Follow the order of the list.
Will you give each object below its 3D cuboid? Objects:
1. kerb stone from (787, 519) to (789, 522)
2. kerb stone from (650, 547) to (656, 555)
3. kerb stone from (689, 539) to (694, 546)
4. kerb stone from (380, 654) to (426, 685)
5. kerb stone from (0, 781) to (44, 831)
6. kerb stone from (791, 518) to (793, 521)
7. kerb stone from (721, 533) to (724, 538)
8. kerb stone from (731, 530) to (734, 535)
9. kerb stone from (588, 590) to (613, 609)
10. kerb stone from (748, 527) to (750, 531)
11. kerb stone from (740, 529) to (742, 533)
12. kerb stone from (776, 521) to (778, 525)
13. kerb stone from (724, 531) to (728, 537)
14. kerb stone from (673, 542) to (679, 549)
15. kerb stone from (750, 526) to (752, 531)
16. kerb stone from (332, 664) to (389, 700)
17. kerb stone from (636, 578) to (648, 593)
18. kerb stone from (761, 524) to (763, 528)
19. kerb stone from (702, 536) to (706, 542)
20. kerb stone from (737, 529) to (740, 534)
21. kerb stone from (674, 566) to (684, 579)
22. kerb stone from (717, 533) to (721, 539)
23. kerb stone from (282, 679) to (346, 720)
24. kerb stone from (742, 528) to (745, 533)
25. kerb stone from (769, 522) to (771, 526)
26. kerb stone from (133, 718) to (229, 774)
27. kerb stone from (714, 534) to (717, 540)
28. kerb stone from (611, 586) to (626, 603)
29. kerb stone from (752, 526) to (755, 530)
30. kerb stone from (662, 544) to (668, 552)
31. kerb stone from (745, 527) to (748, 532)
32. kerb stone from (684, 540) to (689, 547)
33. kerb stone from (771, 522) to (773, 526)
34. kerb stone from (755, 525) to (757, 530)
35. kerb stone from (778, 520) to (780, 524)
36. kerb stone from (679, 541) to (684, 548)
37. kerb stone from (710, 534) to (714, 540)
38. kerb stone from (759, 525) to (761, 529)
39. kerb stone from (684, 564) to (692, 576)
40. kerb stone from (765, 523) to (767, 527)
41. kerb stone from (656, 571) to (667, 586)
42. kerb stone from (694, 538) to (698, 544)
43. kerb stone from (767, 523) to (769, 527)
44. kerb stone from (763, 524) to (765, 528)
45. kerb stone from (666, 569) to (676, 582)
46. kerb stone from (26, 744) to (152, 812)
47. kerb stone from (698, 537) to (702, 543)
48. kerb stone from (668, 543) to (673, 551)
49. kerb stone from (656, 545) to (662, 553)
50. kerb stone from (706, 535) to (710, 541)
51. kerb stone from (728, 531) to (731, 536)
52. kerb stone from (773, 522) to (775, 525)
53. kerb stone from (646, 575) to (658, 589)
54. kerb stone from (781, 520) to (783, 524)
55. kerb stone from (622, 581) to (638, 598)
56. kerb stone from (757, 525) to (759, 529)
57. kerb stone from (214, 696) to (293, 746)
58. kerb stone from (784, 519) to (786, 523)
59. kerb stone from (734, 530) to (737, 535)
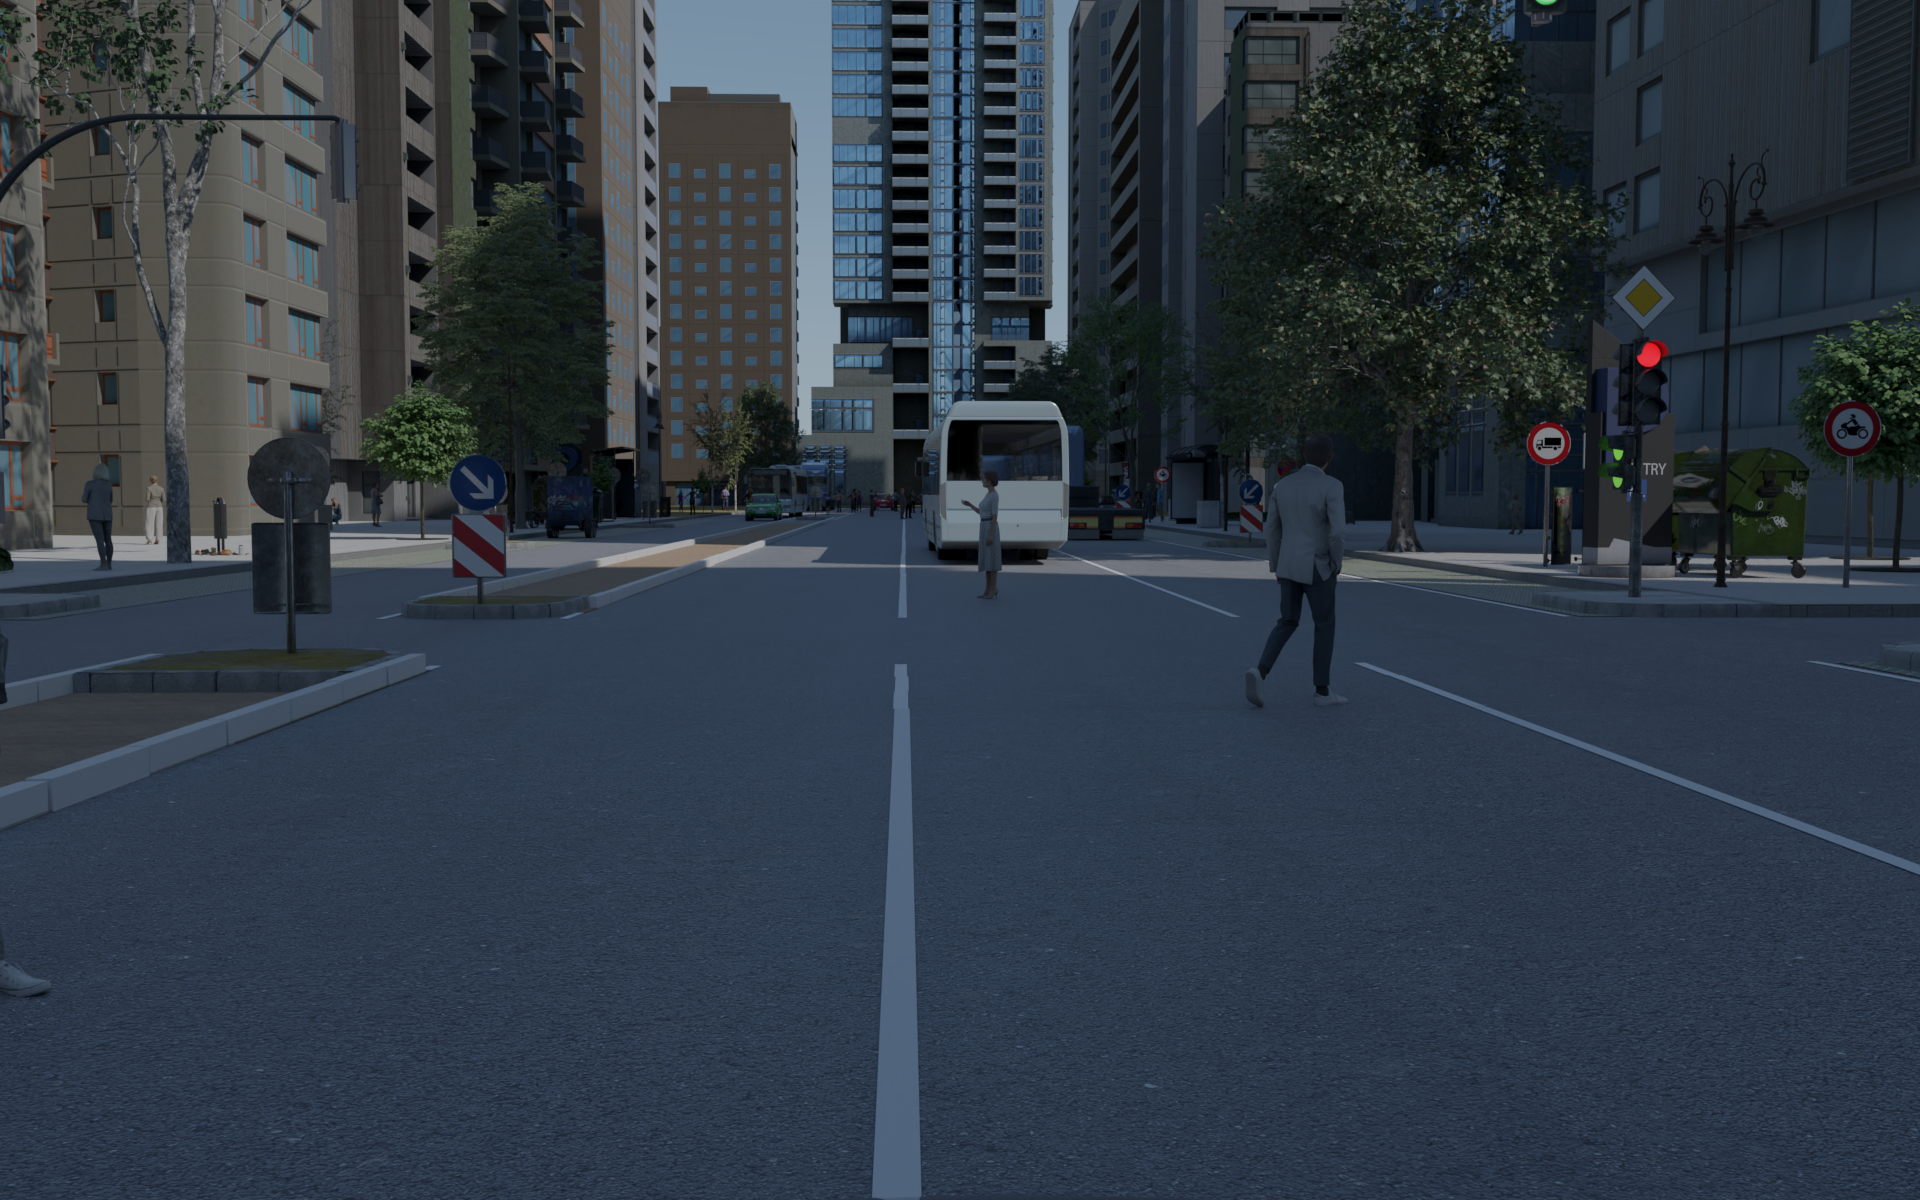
[{"bbox_3d":[-8.785,-3.942,86.648,0.120,0.150,1.000,0,4,-2],"label":"kerb stone"},{"bbox_3d":[-7.301,-1.122,40.544,0.120,0.150,1.000,0,4,-2],"label":"kerb stone"},{"bbox_3d":[-7.533,-1.560,47.724,0.120,0.150,1.000,0,4,-2],"label":"kerb stone"},{"bbox_3d":[-4.340,0.537,13.423,0.120,0.150,1.000,0,4,-2],"label":"kerb stone"},{"bbox_3d":[-4.142,0.920,7.282,0.120,0.150,1.000,0,4,-2],"label":"kerb stone"},{"bbox_3d":[-8.895,-4.130,89.725,0.120,0.150,1.000,0,4,-2],"label":"kerb stone"},{"bbox_3d":[-7.801,-2.062,55.908,0.120,0.150,1.000,0,4,-2],"label":"kerb stone"},{"bbox_3d":[-7.897,-2.250,58.984,0.120,0.150,1.000,0,4,-2],"label":"kerb stone"},{"bbox_3d":[-4.617,0.001,22.174,0.120,0.150,1.000,0,4,-2],"label":"kerb stone"},{"bbox_3d":[-8.101,-2.626,65.129,0.120,0.150,1.000,0,4,-2],"label":"kerb stone"},{"bbox_3d":[-8.000,-2.438,62.058,0.120,0.150,1.000,0,4,-2],"label":"kerb stone"},{"bbox_3d":[-8.556,-3.503,79.469,0.120,0.150,1.000,0,4,-2],"label":"kerb stone"},{"bbox_3d":[-7.834,-2.123,56.936,0.120,0.150,1.000,0,4,-2],"label":"kerb stone"},{"bbox_3d":[-7.444,-1.373,44.639,0.120,0.150,1.000,0,4,-2],"label":"kerb stone"},{"bbox_3d":[-8.134,-2.688,66.151,0.120,0.150,1.000,0,4,-2],"label":"kerb stone"},{"bbox_3d":[-4.315,0.599,12.398,0.120,0.150,1.000,0,4,-2],"label":"kerb stone"},{"bbox_3d":[-4.718,-0.186,25.262,0.120,0.150,1.000,0,4,-2],"label":"kerb stone"},{"bbox_3d":[-8.300,-3.002,71.271,0.120,0.150,1.000,0,4,-2],"label":"kerb stone"},{"bbox_3d":[-7.633,-1.749,50.796,0.120,0.150,1.000,0,4,-2],"label":"kerb stone"},{"bbox_3d":[-7.964,-2.372,61.032,0.120,0.150,1.000,0,4,-2],"label":"kerb stone"},{"bbox_3d":[-4.846,-0.439,29.371,0.120,0.150,1.000,0,4,-2],"label":"kerb stone"},{"bbox_3d":[-7.770,-1.999,54.886,0.120,0.150,1.000,0,4,-2],"label":"kerb stone"},{"bbox_3d":[-4.274,0.665,11.369,0.120,0.150,1.000,0,4,-2],"label":"kerb stone"},{"bbox_3d":[-8.030,-2.501,63.080,0.120,0.150,1.000,0,4,-2],"label":"kerb stone"},{"bbox_3d":[-8.427,-3.247,75.374,0.120,0.150,1.000,0,4,-2],"label":"kerb stone"},{"bbox_3d":[-4.206,0.787,9.326,0.120,0.150,1.000,0,4,-2],"label":"kerb stone"},{"bbox_3d":[-7.736,-1.936,53.865,0.120,0.150,1.000,0,4,-2],"label":"kerb stone"},{"bbox_3d":[-4.648,-0.056,23.205,0.120,0.150,1.000,0,4,-2],"label":"kerb stone"},{"bbox_3d":[-8.164,-2.750,67.184,0.120,0.150,1.000,0,4,-2],"label":"kerb stone"},{"bbox_3d":[-7.371,-1.248,42.594,0.120,0.150,1.000,0,4,-2],"label":"kerb stone"},{"bbox_3d":[-8.064,-2.561,64.107,0.120,0.150,1.000,0,4,-2],"label":"kerb stone"},{"bbox_3d":[-7.504,-1.496,46.694,0.120,0.150,1.000,0,4,-2],"label":"kerb stone"},{"bbox_3d":[-8.456,-3.311,76.396,0.120,0.150,1.000,0,4,-2],"label":"kerb stone"},{"bbox_3d":[-8.194,-2.814,68.205,0.120,0.150,1.000,0,4,-2],"label":"kerb stone"},{"bbox_3d":[-8.593,-3.566,80.493,0.120,0.150,1.000,0,4,-2],"label":"kerb stone"},{"bbox_3d":[-7.476,-1.435,45.665,0.120,0.150,1.000,0,4,-2],"label":"kerb stone"},{"bbox_3d":[-7.699,-1.874,52.843,0.120,0.150,1.000,0,4,-2],"label":"kerb stone"},{"bbox_3d":[-8.269,-2.938,70.250,0.120,0.150,1.000,0,4,-2],"label":"kerb stone"},{"bbox_3d":[-4.875,-0.502,30.400,0.120,0.150,1.000,0,4,-2],"label":"kerb stone"},{"bbox_3d":[-8.361,-3.123,73.316,0.120,0.150,1.000,0,4,-2],"label":"kerb stone"},{"bbox_3d":[-4.783,-0.313,27.309,0.120,0.150,1.000,0,4,-2],"label":"kerb stone"},{"bbox_3d":[-7.573,-1.619,48.748,0.120,0.150,1.000,0,4,-2],"label":"kerb stone"},{"bbox_3d":[-8.398,-3.189,74.338,0.120,0.150,1.000,0,4,-2],"label":"kerb stone"},{"bbox_3d":[-8.329,-3.062,72.294,0.120,0.150,1.000,0,4,-2],"label":"kerb stone"},{"bbox_3d":[-4.813,-0.376,28.341,0.120,0.150,1.000,0,4,-2],"label":"kerb stone"},{"bbox_3d":[-4.166,0.850,8.305,0.120,0.150,1.000,0,4,-2],"label":"kerb stone"},{"bbox_3d":[-7.604,-1.687,49.772,0.120,0.150,1.000,0,4,-2],"label":"kerb stone"},{"bbox_3d":[-7.408,-1.310,43.617,0.120,0.150,1.000,0,4,-2],"label":"kerb stone"},{"bbox_3d":[-7.340,-1.181,41.566,0.120,0.150,1.000,0,4,-2],"label":"kerb stone"},{"bbox_3d":[-7.666,-1.810,51.821,0.120,0.150,1.000,0,4,-2],"label":"kerb stone"},{"bbox_3d":[-7.865,-2.181,57.963,0.120,0.150,1.000,0,4,-2],"label":"kerb stone"},{"bbox_3d":[-8.494,-3.378,77.423,0.120,0.150,1.000,0,4,-2],"label":"kerb stone"},{"bbox_3d":[-4.748,-0.250,26.284,0.120,0.150,1.000,0,4,-2],"label":"kerb stone"},{"bbox_3d":[-8.650,-3.687,82.546,0.120,0.150,1.000,0,4,-2],"label":"kerb stone"},{"bbox_3d":[-4.681,-0.124,24.227,0.120,0.150,1.000,0,4,-2],"label":"kerb stone"},{"bbox_3d":[-8.227,-2.877,69.228,0.120,0.150,1.000,0,4,-2],"label":"kerb stone"},{"bbox_3d":[-4.237,0.725,10.347,0.120,0.150,1.000,0,4,-2],"label":"kerb stone"},{"bbox_3d":[-8.721,-3.817,84.597,0.120,0.150,1.000,0,4,-2],"label":"kerb stone"},{"bbox_3d":[-7.933,-2.313,60.006,0.120,0.150,1.000,0,4,-2],"label":"kerb stone"}]
